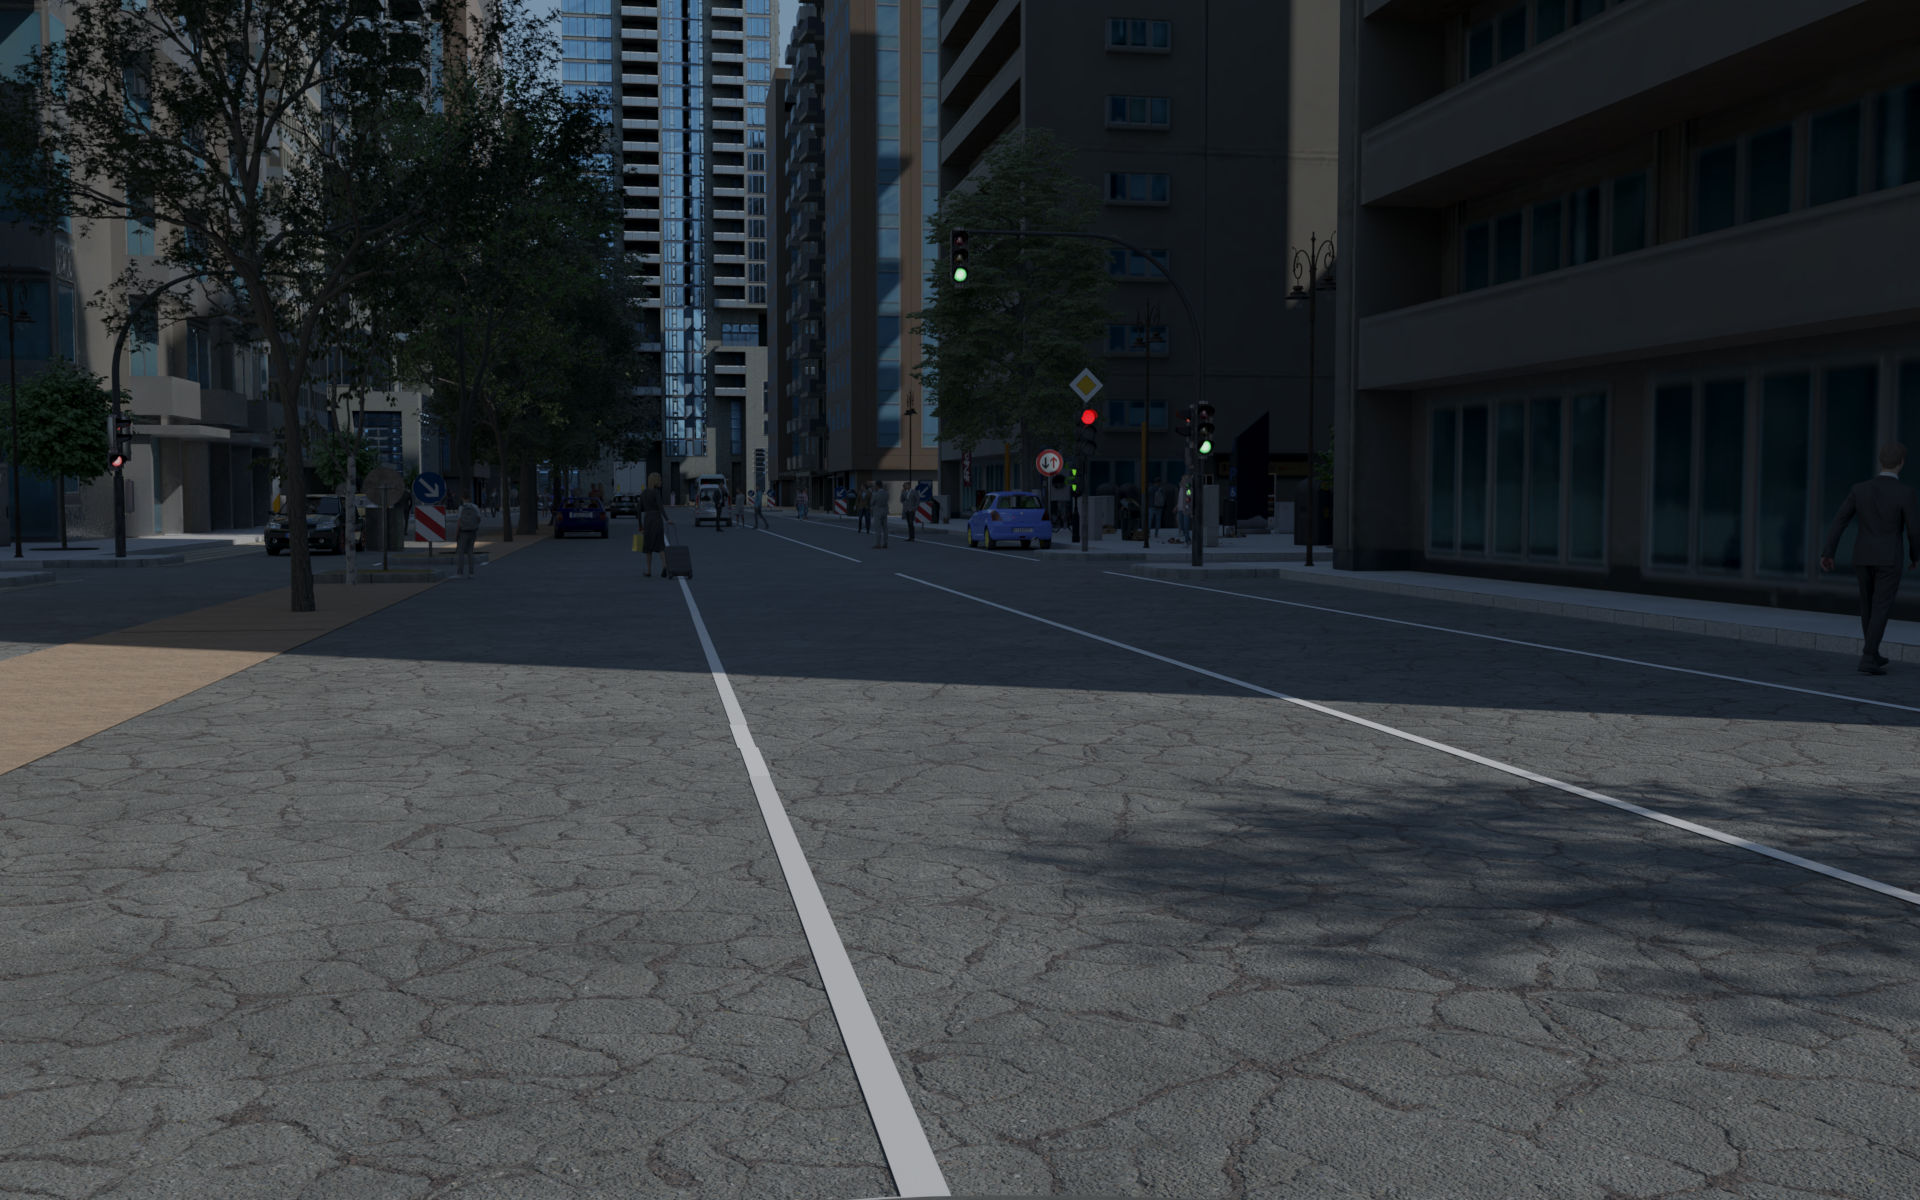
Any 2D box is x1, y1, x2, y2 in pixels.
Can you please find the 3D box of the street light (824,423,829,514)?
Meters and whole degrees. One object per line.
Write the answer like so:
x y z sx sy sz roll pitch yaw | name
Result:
-8.584 -8.544 112.481 0.468 5.910 1.993 -1 4 -10 | street light

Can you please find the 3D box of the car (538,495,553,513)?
-31.101 -7.127 129.110 1.945 1.354 3.894 -1 4 -11 | car

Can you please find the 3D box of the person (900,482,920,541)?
-1.516 -2.685 52.575 0.473 1.802 0.592 -2 4 -33 | person

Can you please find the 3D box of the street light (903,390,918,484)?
-2.201 -6.361 76.795 0.468 5.910 1.993 -1 4 -10 | street light

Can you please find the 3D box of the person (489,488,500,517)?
-28.553 -5.980 106.241 0.622 1.834 0.822 0 4 -5 | person

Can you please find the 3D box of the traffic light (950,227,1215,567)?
2.142 -3.394 30.153 4.771 5.953 1.251 -1 4 -10 | traffic light

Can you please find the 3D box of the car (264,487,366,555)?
-15.569 -1.965 41.916 2.009 1.686 4.222 -1 4 -8 | car

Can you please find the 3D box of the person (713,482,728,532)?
-9.166 -3.580 66.394 0.474 1.900 0.648 1 4 14 | person

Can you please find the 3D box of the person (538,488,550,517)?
-26.009 -6.080 108.268 0.716 1.782 0.532 0 4 -7 | person

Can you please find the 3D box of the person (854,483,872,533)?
-3.535 -3.356 63.273 0.656 1.842 0.836 -2 4 -25 | person

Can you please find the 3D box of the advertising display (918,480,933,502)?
-1.557 -4.441 77.825 0.123 1.923 0.974 3 4 36 | advertising display

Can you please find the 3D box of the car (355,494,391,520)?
-22.196 -3.321 64.515 2.015 1.641 3.980 -1 4 -10 | car

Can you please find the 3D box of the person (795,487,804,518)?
-9.477 -5.721 101.944 0.656 1.842 0.836 2 4 27 | person

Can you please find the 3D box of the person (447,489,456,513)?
-34.053 -6.631 115.932 0.593 1.643 0.415 -3 4 -38 | person

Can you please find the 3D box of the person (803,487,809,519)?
-8.770 -5.491 98.290 0.388 1.821 0.555 -1 4 -16 | person

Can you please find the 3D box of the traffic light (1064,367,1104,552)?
2.767 -3.034 38.522 0.839 4.253 0.868 -1 4 -10 | traffic light

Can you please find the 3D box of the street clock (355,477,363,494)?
-25.956 -4.295 74.787 0.358 2.002 0.471 0 4 -5 | street clock

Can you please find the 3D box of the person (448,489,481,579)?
-8.353 -1.110 29.250 0.523 1.515 0.503 0 4 6 | person

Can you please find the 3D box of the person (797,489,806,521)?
-8.511 -5.102 92.759 0.563 1.720 0.643 2 4 34 | person

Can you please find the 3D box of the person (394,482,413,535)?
-19.439 -3.194 60.494 0.659 1.850 0.755 -1 4 -17 | person

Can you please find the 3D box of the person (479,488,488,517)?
-29.687 -6.074 107.828 0.654 1.822 0.581 1 4 10 | person

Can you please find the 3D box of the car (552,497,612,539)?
-12.407 -2.705 56.812 1.945 1.354 3.894 -1 4 -12 | car

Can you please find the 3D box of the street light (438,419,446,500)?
-31.839 -8.182 106.562 0.468 5.910 1.993 -1 4 -10 | street light

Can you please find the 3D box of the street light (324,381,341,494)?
-25.550 -5.987 70.672 0.468 5.910 1.993 -1 4 -10 | street light

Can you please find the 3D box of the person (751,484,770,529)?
-8.137 -3.798 70.462 0.748 1.841 0.638 0 3 0 | person

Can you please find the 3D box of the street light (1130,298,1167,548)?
4.428 -4.170 40.963 0.468 5.910 1.993 -1 4 -10 | street light

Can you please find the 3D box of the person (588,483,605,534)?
-12.928 -3.265 61.864 0.573 1.828 0.580 3 4 38 | person

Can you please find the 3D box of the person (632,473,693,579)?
-5.121 -1.279 29.624 0.699 1.804 1.509 -2 4 -26 | person

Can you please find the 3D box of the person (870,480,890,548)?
-2.144 -2.268 45.757 0.466 1.800 0.511 3 4 36 | person

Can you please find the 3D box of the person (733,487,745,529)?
-9.037 -3.780 71.051 0.466 1.731 0.760 0 4 5 | person

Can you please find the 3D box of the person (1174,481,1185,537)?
6.768 -2.779 52.488 0.522 1.701 0.512 1 4 10 | person

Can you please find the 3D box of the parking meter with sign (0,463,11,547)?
-23.505 -2.797 41.993 0.543 3.016 1.738 1 4 13 | parking meter with sign

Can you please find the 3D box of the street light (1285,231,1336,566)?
6.221 -3.540 30.660 0.468 5.910 1.993 -1 4 -10 | street light

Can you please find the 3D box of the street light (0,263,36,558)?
-19.027 -3.795 34.836 0.468 5.910 1.993 -1 4 -10 | street light

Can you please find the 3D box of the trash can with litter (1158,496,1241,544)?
5.910 -2.074 44.970 1.678 1.210 2.233 -1 4 -23 | trash can with litter

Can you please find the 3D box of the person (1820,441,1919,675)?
7.383 -0.342 13.876 0.755 1.850 0.659 -3 4 -38 | person

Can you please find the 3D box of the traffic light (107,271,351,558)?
-14.931 -3.712 35.361 4.771 5.953 1.251 -1 4 -10 | traffic light

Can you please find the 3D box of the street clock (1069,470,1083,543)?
3.059 -2.514 45.670 0.358 2.002 0.471 -1 4 -9 | street clock

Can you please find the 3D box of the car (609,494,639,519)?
-19.763 -5.669 102.467 2.009 1.686 4.222 -1 4 -9 | car

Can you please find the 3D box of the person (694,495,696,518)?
-15.162 -5.658 101.000 0.713 1.824 0.794 0 4 -5 | person

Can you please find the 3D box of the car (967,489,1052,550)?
1.261 -2.208 45.690 1.945 1.707 3.694 -1 4 -10 | car

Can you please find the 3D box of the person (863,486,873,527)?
-3.987 -4.019 74.397 0.419 1.800 0.721 2 4 33 | person
